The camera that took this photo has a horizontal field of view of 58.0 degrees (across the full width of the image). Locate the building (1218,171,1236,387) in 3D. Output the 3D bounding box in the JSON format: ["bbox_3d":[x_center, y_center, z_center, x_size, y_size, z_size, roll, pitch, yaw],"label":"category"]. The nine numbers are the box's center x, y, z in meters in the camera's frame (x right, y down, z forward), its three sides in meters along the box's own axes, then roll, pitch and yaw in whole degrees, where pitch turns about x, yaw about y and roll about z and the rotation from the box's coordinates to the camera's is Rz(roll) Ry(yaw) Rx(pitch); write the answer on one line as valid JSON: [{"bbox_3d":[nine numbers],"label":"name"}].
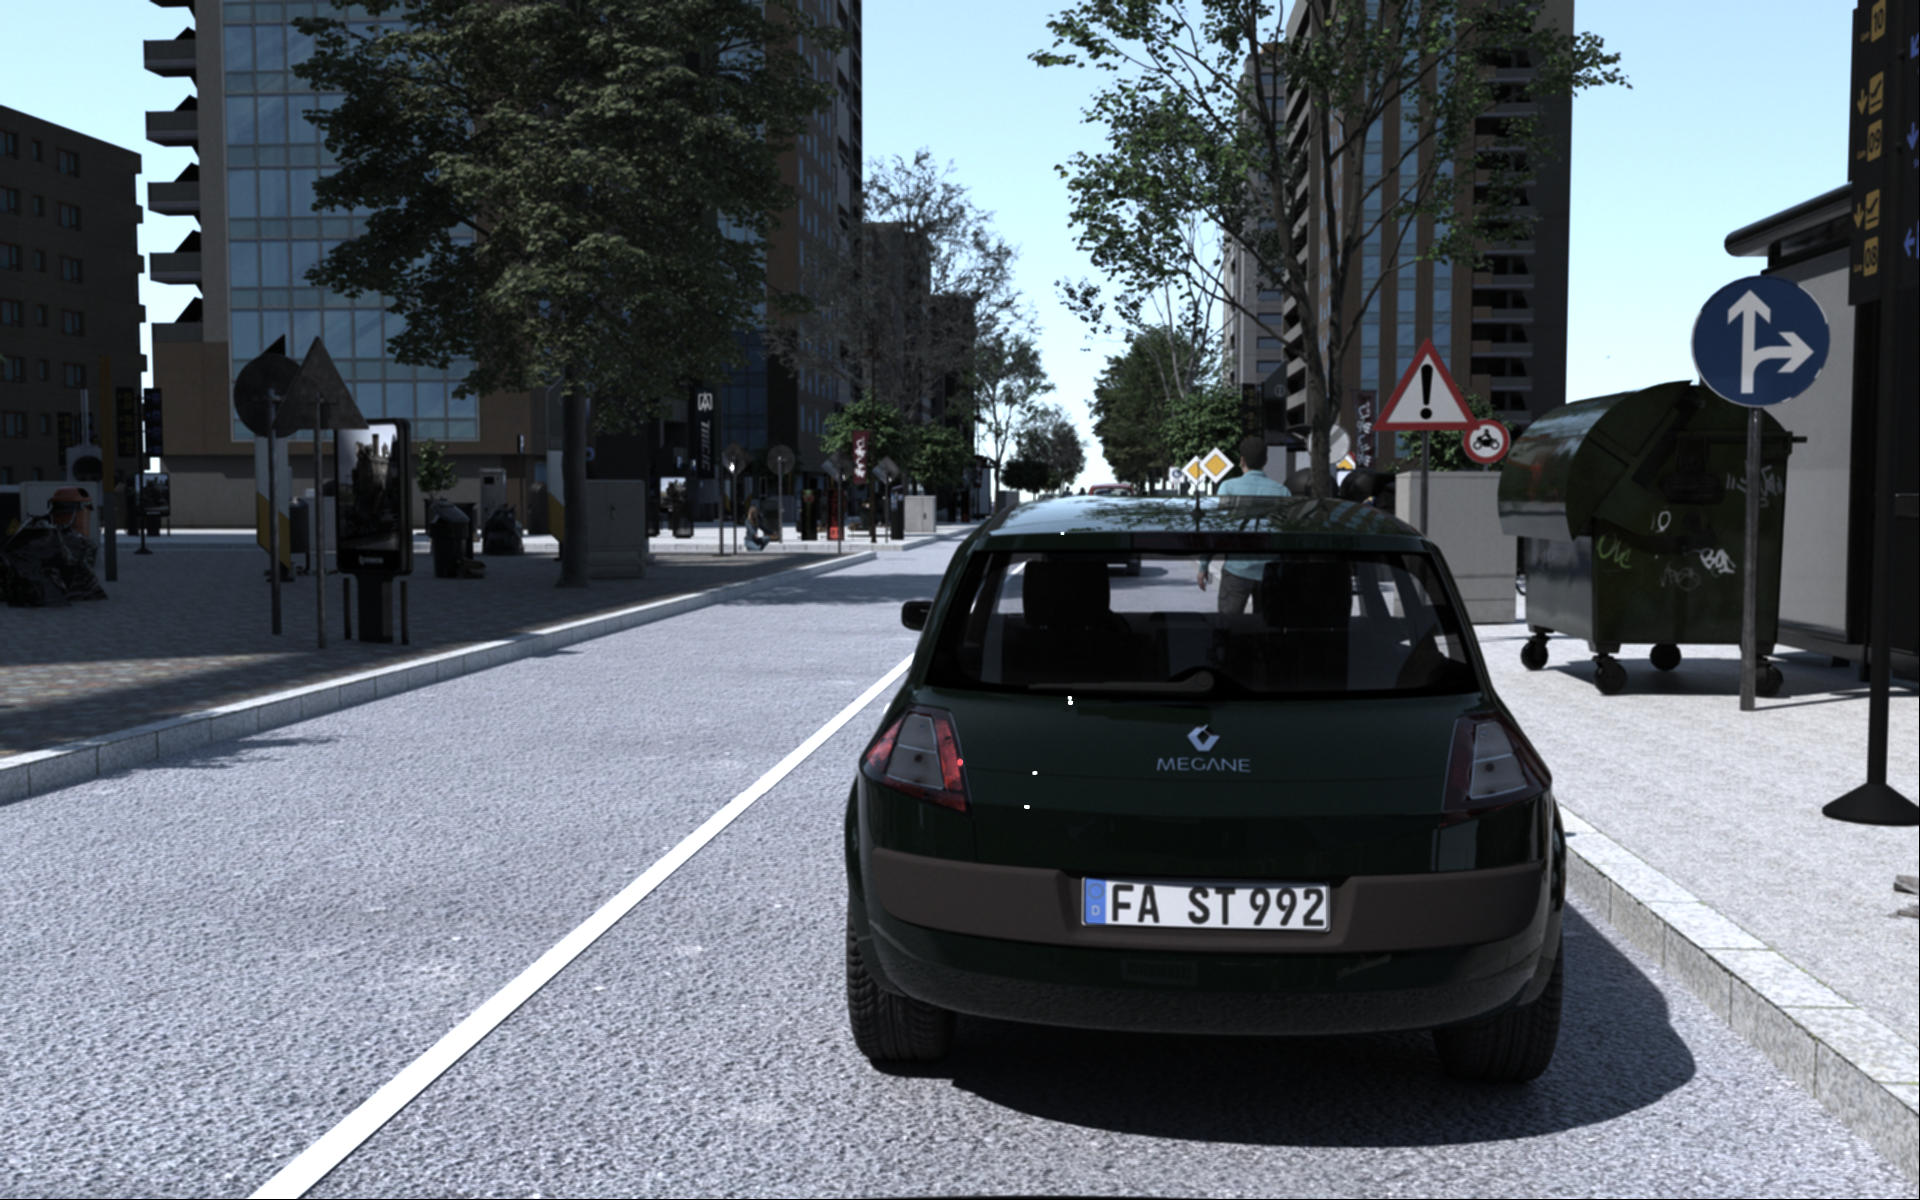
[{"bbox_3d":[54.004,-41.116,261.481,28.713,52.752,27.495,0,4,5],"label":"building"}]

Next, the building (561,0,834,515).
[{"bbox_3d":[-16.129,-28.236,111.768,14.600,45.320,14.200,0,4,5],"label":"building"}]

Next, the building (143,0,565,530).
[{"bbox_3d":[-21.479,-25.549,67.837,14.600,45.320,14.200,0,4,5],"label":"building"}]

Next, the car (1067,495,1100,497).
[{"bbox_3d":[2.458,-1.213,31.835,2.014,1.417,4.499,0,4,6],"label":"car"}]

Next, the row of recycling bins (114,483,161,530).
[{"bbox_3d":[-30.113,-3.488,64.136,1.069,1.692,3.534,1,4,18],"label":"row of recycling bins"}]

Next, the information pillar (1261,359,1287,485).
[{"bbox_3d":[5.442,-2.364,30.005,0.504,3.616,0.183,-1,4,-23],"label":"information pillar"}]

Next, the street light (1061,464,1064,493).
[{"bbox_3d":[14.334,-16.448,241.708,0.468,5.910,1.993,0,4,5],"label":"street light"}]

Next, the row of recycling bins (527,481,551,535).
[{"bbox_3d":[-11.996,-2.949,55.336,3.534,1.692,1.069,-1,4,-21],"label":"row of recycling bins"}]

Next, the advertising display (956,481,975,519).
[{"bbox_3d":[0.296,-5.062,87.984,0.974,1.923,0.123,1,4,16],"label":"advertising display"}]

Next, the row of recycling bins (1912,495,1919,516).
[{"bbox_3d":[13.851,-0.985,23.222,1.069,1.692,3.534,0,4,6],"label":"row of recycling bins"}]

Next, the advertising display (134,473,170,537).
[{"bbox_3d":[-24.378,-2.878,52.274,0.974,1.923,0.123,-2,4,-28],"label":"advertising display"}]

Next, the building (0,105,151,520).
[{"bbox_3d":[-57.106,-14.117,75.846,28.899,21.520,27.650,0,4,5],"label":"building"}]

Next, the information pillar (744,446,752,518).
[{"bbox_3d":[-10.253,-5.654,83.793,0.183,3.616,0.504,-3,5,-44],"label":"information pillar"}]

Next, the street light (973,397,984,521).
[{"bbox_3d":[0.861,-6.721,82.672,0.468,5.910,1.993,0,4,5],"label":"street light"}]

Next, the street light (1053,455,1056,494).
[{"bbox_3d":[11.140,-14.170,204.471,0.468,5.910,1.993,0,4,5],"label":"street light"}]

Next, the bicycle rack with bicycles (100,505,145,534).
[{"bbox_3d":[-27.725,-2.626,56.317,2.852,0.926,2.925,-1,4,-21],"label":"bicycle rack with bicycles"}]

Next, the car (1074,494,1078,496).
[{"bbox_3d":[14.755,-12.378,214.379,2.014,1.417,4.499,0,4,4],"label":"car"}]

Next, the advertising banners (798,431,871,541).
[{"bbox_3d":[-3.447,-3.139,47.512,2.074,3.025,0.090,1,4,12],"label":"advertising banners"}]

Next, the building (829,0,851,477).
[{"bbox_3d":[-23.495,-33.422,135.693,28.713,52.752,27.495,0,4,5],"label":"building"}]

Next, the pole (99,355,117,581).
[{"bbox_3d":[-12.556,-1.938,25.526,0.158,3.312,0.155,0,3,0],"label":"pole"}]

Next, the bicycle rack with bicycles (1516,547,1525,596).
[{"bbox_3d":[6.923,-0.482,21.256,2.852,0.926,2.925,0,4,-7],"label":"bicycle rack with bicycles"}]

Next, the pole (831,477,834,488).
[{"bbox_3d":[-6.650,-5.897,90.255,0.158,3.312,0.155,0,3,0],"label":"pole"}]

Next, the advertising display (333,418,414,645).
[{"bbox_3d":[-5.068,-0.597,14.969,0.974,1.923,0.123,3,4,38],"label":"advertising display"}]

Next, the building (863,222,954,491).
[{"bbox_3d":[-16.733,-33.039,232.073,32.217,40.220,23.993,0,4,5],"label":"building"}]

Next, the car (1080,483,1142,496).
[{"bbox_3d":[5.384,-3.237,61.599,2.281,1.827,5.304,0,4,4],"label":"car"}]

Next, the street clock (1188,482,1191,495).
[{"bbox_3d":[12.872,-5.747,98.538,0.471,2.002,0.358,3,4,36],"label":"street clock"}]

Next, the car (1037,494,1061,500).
[{"bbox_3d":[5.189,-5.364,99.493,2.131,1.459,4.920,0,4,4],"label":"car"}]

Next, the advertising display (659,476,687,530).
[{"bbox_3d":[-10.249,-3.467,61.891,0.974,1.923,0.123,0,4,-6],"label":"advertising display"}]

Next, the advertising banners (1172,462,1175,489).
[{"bbox_3d":[11.458,-6.064,95.336,0.090,3.025,2.074,-1,4,-15],"label":"advertising banners"}]

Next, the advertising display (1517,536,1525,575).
[{"bbox_3d":[8.971,-1.370,27.612,0.123,1.923,0.974,0,4,-1],"label":"advertising display"}]

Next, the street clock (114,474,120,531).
[{"bbox_3d":[-29.564,-3.415,60.400,0.471,2.002,0.358,-1,4,-13],"label":"street clock"}]

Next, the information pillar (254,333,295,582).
[{"bbox_3d":[-9.990,-2.068,25.168,0.183,3.616,0.504,3,4,39],"label":"information pillar"}]

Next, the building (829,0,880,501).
[{"bbox_3d":[-17.521,-44.065,158.719,20.563,71.187,20.611,0,4,5],"label":"building"}]

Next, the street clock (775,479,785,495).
[{"bbox_3d":[-8.459,-4.690,81.253,0.471,2.002,0.358,3,5,42],"label":"street clock"}]

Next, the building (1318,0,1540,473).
[{"bbox_3d":[35.858,-29.653,134.938,14.600,45.320,14.200,0,4,5],"label":"building"}]

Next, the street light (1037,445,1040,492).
[{"bbox_3d":[7.255,-11.381,158.864,0.468,5.910,1.993,0,4,5],"label":"street light"}]

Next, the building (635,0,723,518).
[{"bbox_3d":[-20.908,-19.494,90.433,14.160,30.474,14.107,0,4,5],"label":"building"}]

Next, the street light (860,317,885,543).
[{"bbox_3d":[-2.270,-4.441,45.405,0.468,5.910,1.993,0,4,5],"label":"street light"}]

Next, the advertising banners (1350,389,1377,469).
[{"bbox_3d":[7.456,-2.029,29.359,2.074,3.025,0.090,-1,4,-23],"label":"advertising banners"}]

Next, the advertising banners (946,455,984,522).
[{"bbox_3d":[0.225,-5.024,78.331,2.074,3.025,0.090,3,4,36],"label":"advertising banners"}]

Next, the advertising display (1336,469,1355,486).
[{"bbox_3d":[10.108,-2.397,44.411,0.974,1.923,0.123,2,4,28],"label":"advertising display"}]

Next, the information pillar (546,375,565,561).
[{"bbox_3d":[-7.662,-2.554,33.115,0.183,3.616,0.504,3,5,42],"label":"information pillar"}]

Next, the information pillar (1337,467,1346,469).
[{"bbox_3d":[10.263,-2.603,47.055,0.304,2.012,0.304,2,4,33],"label":"information pillar"}]

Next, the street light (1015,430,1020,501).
[{"bbox_3d":[4.127,-9.103,121.622,0.468,5.910,1.993,0,4,5],"label":"street light"}]

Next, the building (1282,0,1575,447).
[{"bbox_3d":[40.268,-32.336,152.397,21.300,48.544,21.600,0,4,5],"label":"building"}]

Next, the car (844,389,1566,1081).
[{"bbox_3d":[0.730,0.250,5.697,2.009,1.686,4.222,0,4,6],"label":"car"}]

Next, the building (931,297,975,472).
[{"bbox_3d":[-5.210,-30.147,264.610,14.160,30.474,14.107,0,4,5],"label":"building"}]

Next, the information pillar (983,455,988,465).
[{"bbox_3d":[1.446,-6.936,104.762,0.504,3.616,0.183,0,4,8],"label":"information pillar"}]

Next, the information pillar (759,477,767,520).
[{"bbox_3d":[-8.635,-4.362,75.805,0.304,2.012,0.304,-1,4,-16],"label":"information pillar"}]

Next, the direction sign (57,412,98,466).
[{"bbox_3d":[-24.493,-3.428,48.045,0.876,3.537,0.379,-1,4,-21],"label":"direction sign"}]

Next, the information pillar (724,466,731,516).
[{"bbox_3d":[-13.642,-6.742,101.593,0.183,3.616,0.504,2,4,28],"label":"information pillar"}]

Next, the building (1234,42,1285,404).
[{"bbox_3d":[47.663,-42.257,232.907,21.231,58.520,28.212,0,4,5],"label":"building"}]

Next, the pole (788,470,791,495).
[{"bbox_3d":[-9.201,-6.095,93.499,0.158,3.312,0.155,0,3,0],"label":"pole"}]

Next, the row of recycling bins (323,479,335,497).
[{"bbox_3d":[-16.296,-2.439,46.991,3.534,1.692,1.069,3,5,45],"label":"row of recycling bins"}]

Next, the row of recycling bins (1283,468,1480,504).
[{"bbox_3d":[6.818,-1.239,27.367,3.534,1.692,1.069,-1,4,-13],"label":"row of recycling bins"}]
